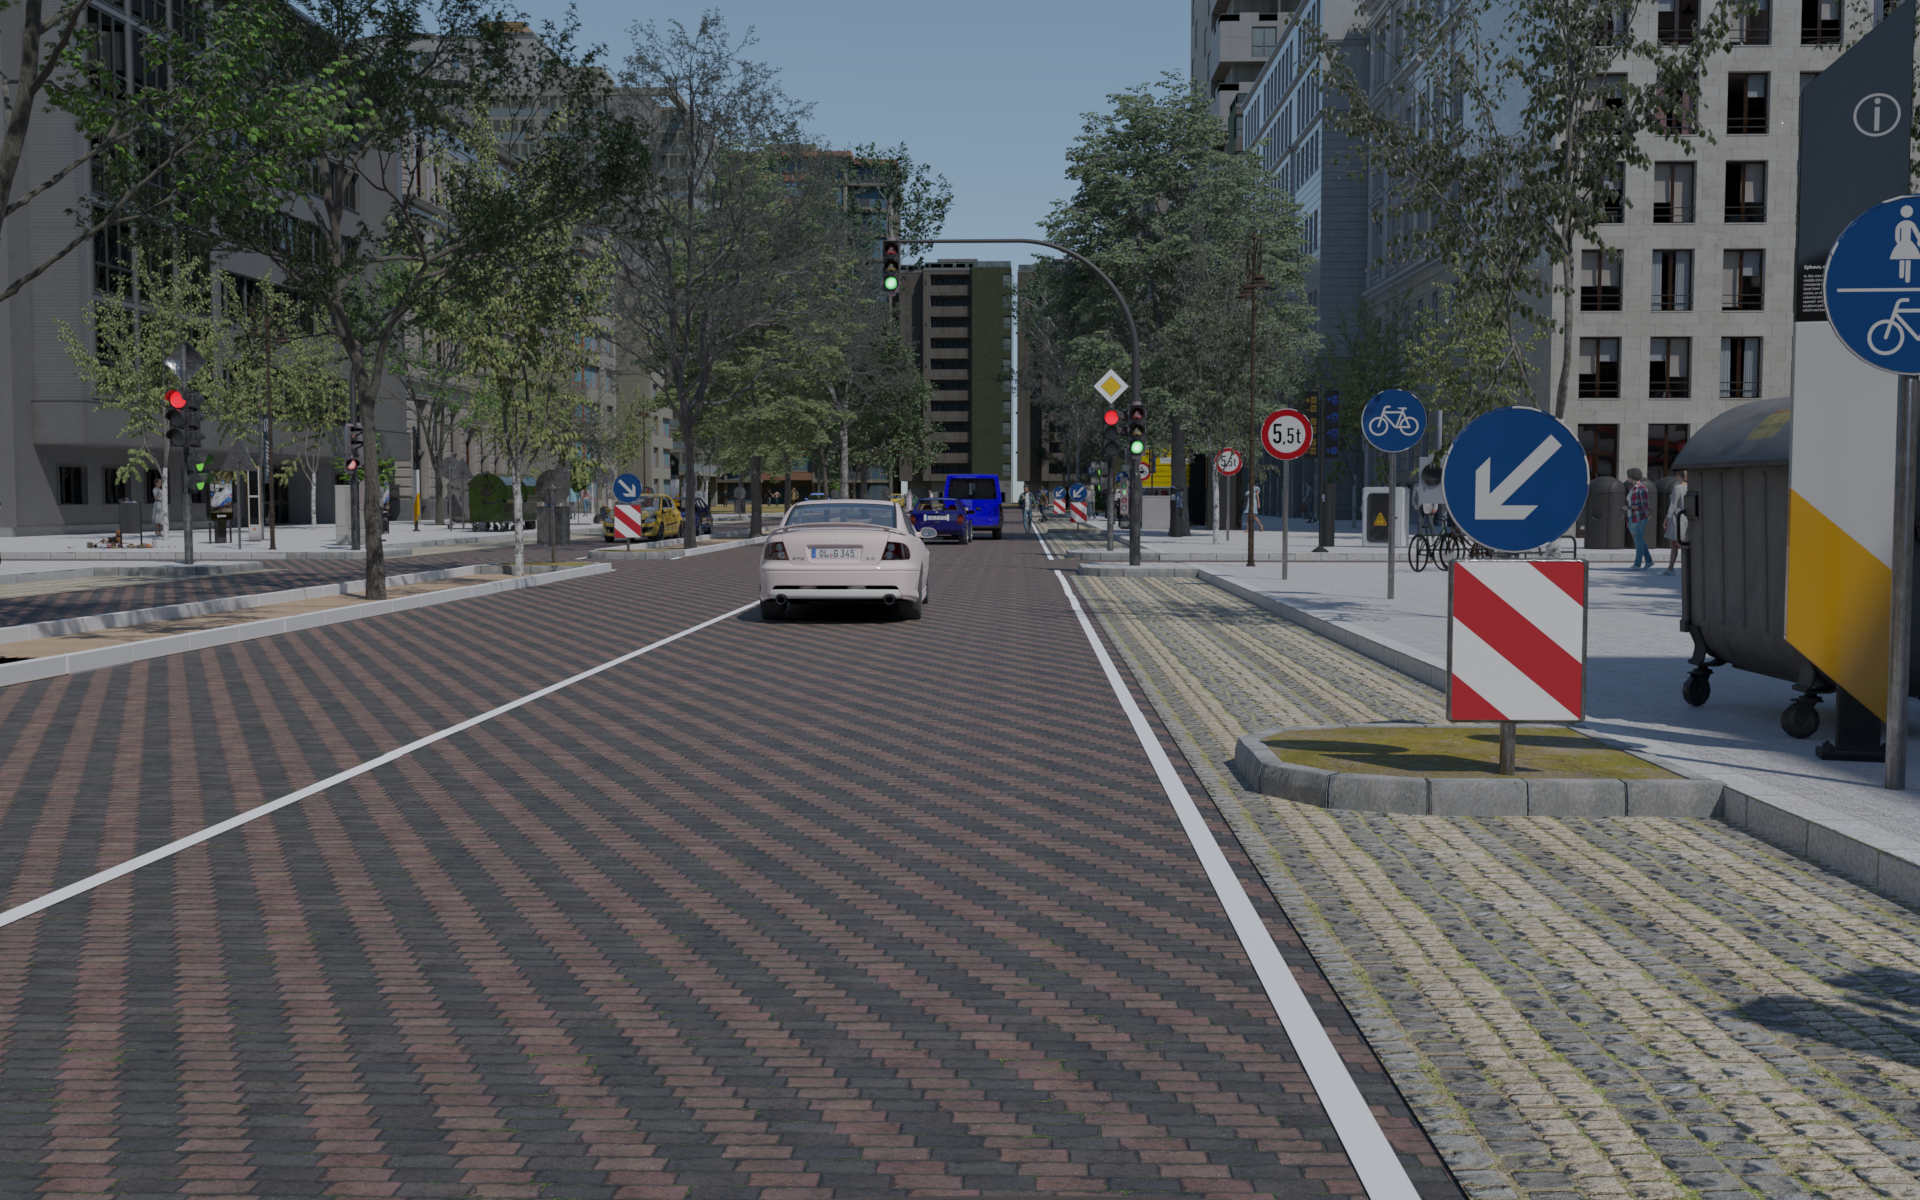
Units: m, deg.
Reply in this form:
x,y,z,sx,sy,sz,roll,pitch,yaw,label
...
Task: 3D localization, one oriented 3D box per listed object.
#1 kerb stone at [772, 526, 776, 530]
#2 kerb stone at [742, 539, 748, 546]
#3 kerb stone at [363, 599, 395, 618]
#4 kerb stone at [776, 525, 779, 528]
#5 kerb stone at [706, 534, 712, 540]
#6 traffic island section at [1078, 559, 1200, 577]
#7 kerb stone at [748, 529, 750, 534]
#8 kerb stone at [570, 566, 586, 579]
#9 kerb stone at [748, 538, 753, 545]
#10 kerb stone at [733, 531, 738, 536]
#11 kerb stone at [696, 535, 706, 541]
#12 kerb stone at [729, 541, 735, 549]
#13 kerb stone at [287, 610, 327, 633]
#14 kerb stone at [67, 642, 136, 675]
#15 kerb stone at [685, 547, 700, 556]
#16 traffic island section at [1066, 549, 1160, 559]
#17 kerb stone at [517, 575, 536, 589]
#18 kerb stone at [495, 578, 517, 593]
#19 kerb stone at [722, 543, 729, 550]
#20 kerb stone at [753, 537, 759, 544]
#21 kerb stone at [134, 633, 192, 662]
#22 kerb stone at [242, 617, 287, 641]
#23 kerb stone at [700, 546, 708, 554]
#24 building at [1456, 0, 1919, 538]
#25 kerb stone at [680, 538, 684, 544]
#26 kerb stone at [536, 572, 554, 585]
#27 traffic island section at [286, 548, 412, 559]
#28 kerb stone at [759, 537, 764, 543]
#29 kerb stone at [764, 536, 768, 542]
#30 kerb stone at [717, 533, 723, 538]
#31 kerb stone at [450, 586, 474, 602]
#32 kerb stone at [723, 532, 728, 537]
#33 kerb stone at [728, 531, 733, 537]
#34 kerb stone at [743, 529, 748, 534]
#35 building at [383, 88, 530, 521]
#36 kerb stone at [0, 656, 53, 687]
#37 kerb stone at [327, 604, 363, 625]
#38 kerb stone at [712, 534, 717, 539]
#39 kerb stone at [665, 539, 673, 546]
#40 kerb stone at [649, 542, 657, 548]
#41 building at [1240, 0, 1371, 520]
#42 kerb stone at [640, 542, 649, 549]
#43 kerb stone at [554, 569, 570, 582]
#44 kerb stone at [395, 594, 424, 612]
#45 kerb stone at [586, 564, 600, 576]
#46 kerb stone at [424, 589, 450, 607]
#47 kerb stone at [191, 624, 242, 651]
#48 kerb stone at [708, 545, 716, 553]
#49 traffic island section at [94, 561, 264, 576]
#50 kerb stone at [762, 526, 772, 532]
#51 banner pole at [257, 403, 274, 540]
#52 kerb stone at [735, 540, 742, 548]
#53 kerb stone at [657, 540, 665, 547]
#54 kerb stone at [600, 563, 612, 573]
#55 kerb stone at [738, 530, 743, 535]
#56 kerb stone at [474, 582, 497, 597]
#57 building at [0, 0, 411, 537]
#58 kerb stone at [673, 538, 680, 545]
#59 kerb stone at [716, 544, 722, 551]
x,y,z,sx,sy,sz,roll,pitch,yaw,label
-7.477,-2.810,68.133,0.120,0.150,1.000,0,4,2,kerb stone
-6.035,-1.551,47.554,0.120,0.150,1.000,0,4,2,kerb stone
-6.920,0.111,20.374,0.120,0.150,1.000,0,4,2,kerb stone
-7.435,-2.868,69.160,0.120,0.150,1.000,0,4,2,kerb stone
-7.940,-1.932,53.780,0.120,0.150,1.000,0,4,2,kerb stone
3.146,-0.536,31.049,2.009,0.180,2.903,0,4,2,traffic island section
-7.664,-2.434,61.989,0.120,0.150,1.000,0,4,2,kerb stone
-6.621,-0.451,29.599,0.120,0.150,1.000,0,4,2,kerb stone
-6.009,-1.611,48.578,0.120,0.150,1.000,0,4,2,kerb stone
-7.768,-2.246,58.917,0.120,0.150,1.000,0,4,2,kerb stone
-7.964,-1.862,52.758,0.120,0.150,1.000,0,4,2,kerb stone
-6.114,-1.419,45.507,0.120,0.150,1.000,0,4,2,kerb stone
-6.983,0.237,18.326,0.120,0.150,1.000,0,4,2,kerb stone
-7.113,0.487,14.240,0.120,0.150,1.000,0,4,2,kerb stone
-6.263,-1.113,40.387,0.120,0.150,1.000,0,4,2,kerb stone
3.406,-1.024,39.030,2.009,0.180,2.903,0,4,2,traffic island section
-6.721,-0.264,26.511,0.120,0.150,1.000,0,4,2,kerb stone
-6.759,-0.201,25.490,0.120,0.150,1.000,0,4,2,kerb stone
-6.129,-1.363,44.478,0.120,0.150,1.000,0,4,2,kerb stone
-5.971,-1.668,49.600,0.120,0.150,1.000,0,4,2,kerb stone
-7.088,0.424,15.261,0.120,0.150,1.000,0,4,2,kerb stone
-7.026,0.299,17.305,0.120,0.150,1.000,0,4,2,kerb stone
-6.234,-1.174,41.409,0.120,0.150,1.000,0,4,2,kerb stone
25.544,-12.207,54.332,16.860,20.320,10.420,0,4,2,building
-8.071,-1.682,49.689,0.120,0.150,1.000,0,4,2,kerb stone
-6.685,-0.323,27.535,0.120,0.150,1.000,0,4,2,kerb stone
-13.827,-1.059,39.593,2.009,0.180,2.903,0,4,2,traffic island section
-5.935,-1.738,50.621,0.120,0.150,1.000,0,4,2,kerb stone
-5.909,-1.801,51.646,0.120,0.150,1.000,0,4,2,kerb stone
-7.869,-2.056,55.840,0.120,0.150,1.000,0,4,2,kerb stone
-6.826,-0.076,23.443,0.120,0.150,1.000,0,4,2,kerb stone
-7.834,-2.120,56.863,0.120,0.150,1.000,0,4,2,kerb stone
-7.804,-2.183,57.889,0.120,0.150,1.000,0,4,2,kerb stone
-7.704,-2.371,60.967,0.120,0.150,1.000,0,4,2,kerb stone
-30.422,-16.014,90.711,11.050,23.489,19.941,0,4,2,building
-7.157,0.549,13.218,0.120,0.150,1.000,0,4,2,kerb stone
-6.954,0.174,19.353,0.120,0.150,1.000,0,4,2,kerb stone
-7.907,-1.994,54.805,0.120,0.150,1.000,0,4,2,kerb stone
-8.129,-1.556,47.643,0.120,0.150,1.000,0,4,2,kerb stone
-8.208,-1.431,45.594,0.120,0.150,1.000,0,4,2,kerb stone
23.346,-19.633,98.489,11.434,29.767,29.804,0,4,2,building
-8.232,-1.365,44.565,0.120,0.150,1.000,0,4,2,kerb stone
-6.657,-0.385,28.566,0.120,0.150,1.000,0,4,2,kerb stone
-6.888,0.052,21.400,0.120,0.150,1.000,0,4,2,kerb stone
-6.586,-0.515,30.622,0.120,0.150,1.000,0,4,2,kerb stone
-6.854,-0.014,22.421,0.120,0.150,1.000,0,4,2,kerb stone
-7.057,0.362,16.283,0.120,0.150,1.000,0,4,2,kerb stone
-6.199,-1.237,42.431,0.120,0.150,1.000,0,4,2,kerb stone
-14.086,-0.571,31.612,2.009,0.180,2.903,0,4,2,traffic island section
-7.501,-2.747,67.111,0.120,0.150,1.000,0,4,2,kerb stone
-19.170,-3.535,47.810,0.863,3.779,0.401,3,4,39,banner pole
-6.070,-1.488,46.533,0.120,0.150,1.000,0,4,2,kerb stone
-8.169,-1.489,46.620,0.120,0.150,1.000,0,4,2,kerb stone
-6.545,-0.578,31.653,0.120,0.150,1.000,0,4,2,kerb stone
-7.738,-2.309,59.946,0.120,0.150,1.000,0,4,2,kerb stone
-6.787,-0.132,24.465,0.120,0.150,1.000,0,4,2,kerb stone
-33.029,-15.090,65.793,14.314,24.678,30.058,0,4,2,building
-8.098,-1.619,48.665,0.120,0.150,1.000,0,4,2,kerb stone
-6.177,-1.297,43.457,0.120,0.150,1.000,0,4,2,kerb stone
